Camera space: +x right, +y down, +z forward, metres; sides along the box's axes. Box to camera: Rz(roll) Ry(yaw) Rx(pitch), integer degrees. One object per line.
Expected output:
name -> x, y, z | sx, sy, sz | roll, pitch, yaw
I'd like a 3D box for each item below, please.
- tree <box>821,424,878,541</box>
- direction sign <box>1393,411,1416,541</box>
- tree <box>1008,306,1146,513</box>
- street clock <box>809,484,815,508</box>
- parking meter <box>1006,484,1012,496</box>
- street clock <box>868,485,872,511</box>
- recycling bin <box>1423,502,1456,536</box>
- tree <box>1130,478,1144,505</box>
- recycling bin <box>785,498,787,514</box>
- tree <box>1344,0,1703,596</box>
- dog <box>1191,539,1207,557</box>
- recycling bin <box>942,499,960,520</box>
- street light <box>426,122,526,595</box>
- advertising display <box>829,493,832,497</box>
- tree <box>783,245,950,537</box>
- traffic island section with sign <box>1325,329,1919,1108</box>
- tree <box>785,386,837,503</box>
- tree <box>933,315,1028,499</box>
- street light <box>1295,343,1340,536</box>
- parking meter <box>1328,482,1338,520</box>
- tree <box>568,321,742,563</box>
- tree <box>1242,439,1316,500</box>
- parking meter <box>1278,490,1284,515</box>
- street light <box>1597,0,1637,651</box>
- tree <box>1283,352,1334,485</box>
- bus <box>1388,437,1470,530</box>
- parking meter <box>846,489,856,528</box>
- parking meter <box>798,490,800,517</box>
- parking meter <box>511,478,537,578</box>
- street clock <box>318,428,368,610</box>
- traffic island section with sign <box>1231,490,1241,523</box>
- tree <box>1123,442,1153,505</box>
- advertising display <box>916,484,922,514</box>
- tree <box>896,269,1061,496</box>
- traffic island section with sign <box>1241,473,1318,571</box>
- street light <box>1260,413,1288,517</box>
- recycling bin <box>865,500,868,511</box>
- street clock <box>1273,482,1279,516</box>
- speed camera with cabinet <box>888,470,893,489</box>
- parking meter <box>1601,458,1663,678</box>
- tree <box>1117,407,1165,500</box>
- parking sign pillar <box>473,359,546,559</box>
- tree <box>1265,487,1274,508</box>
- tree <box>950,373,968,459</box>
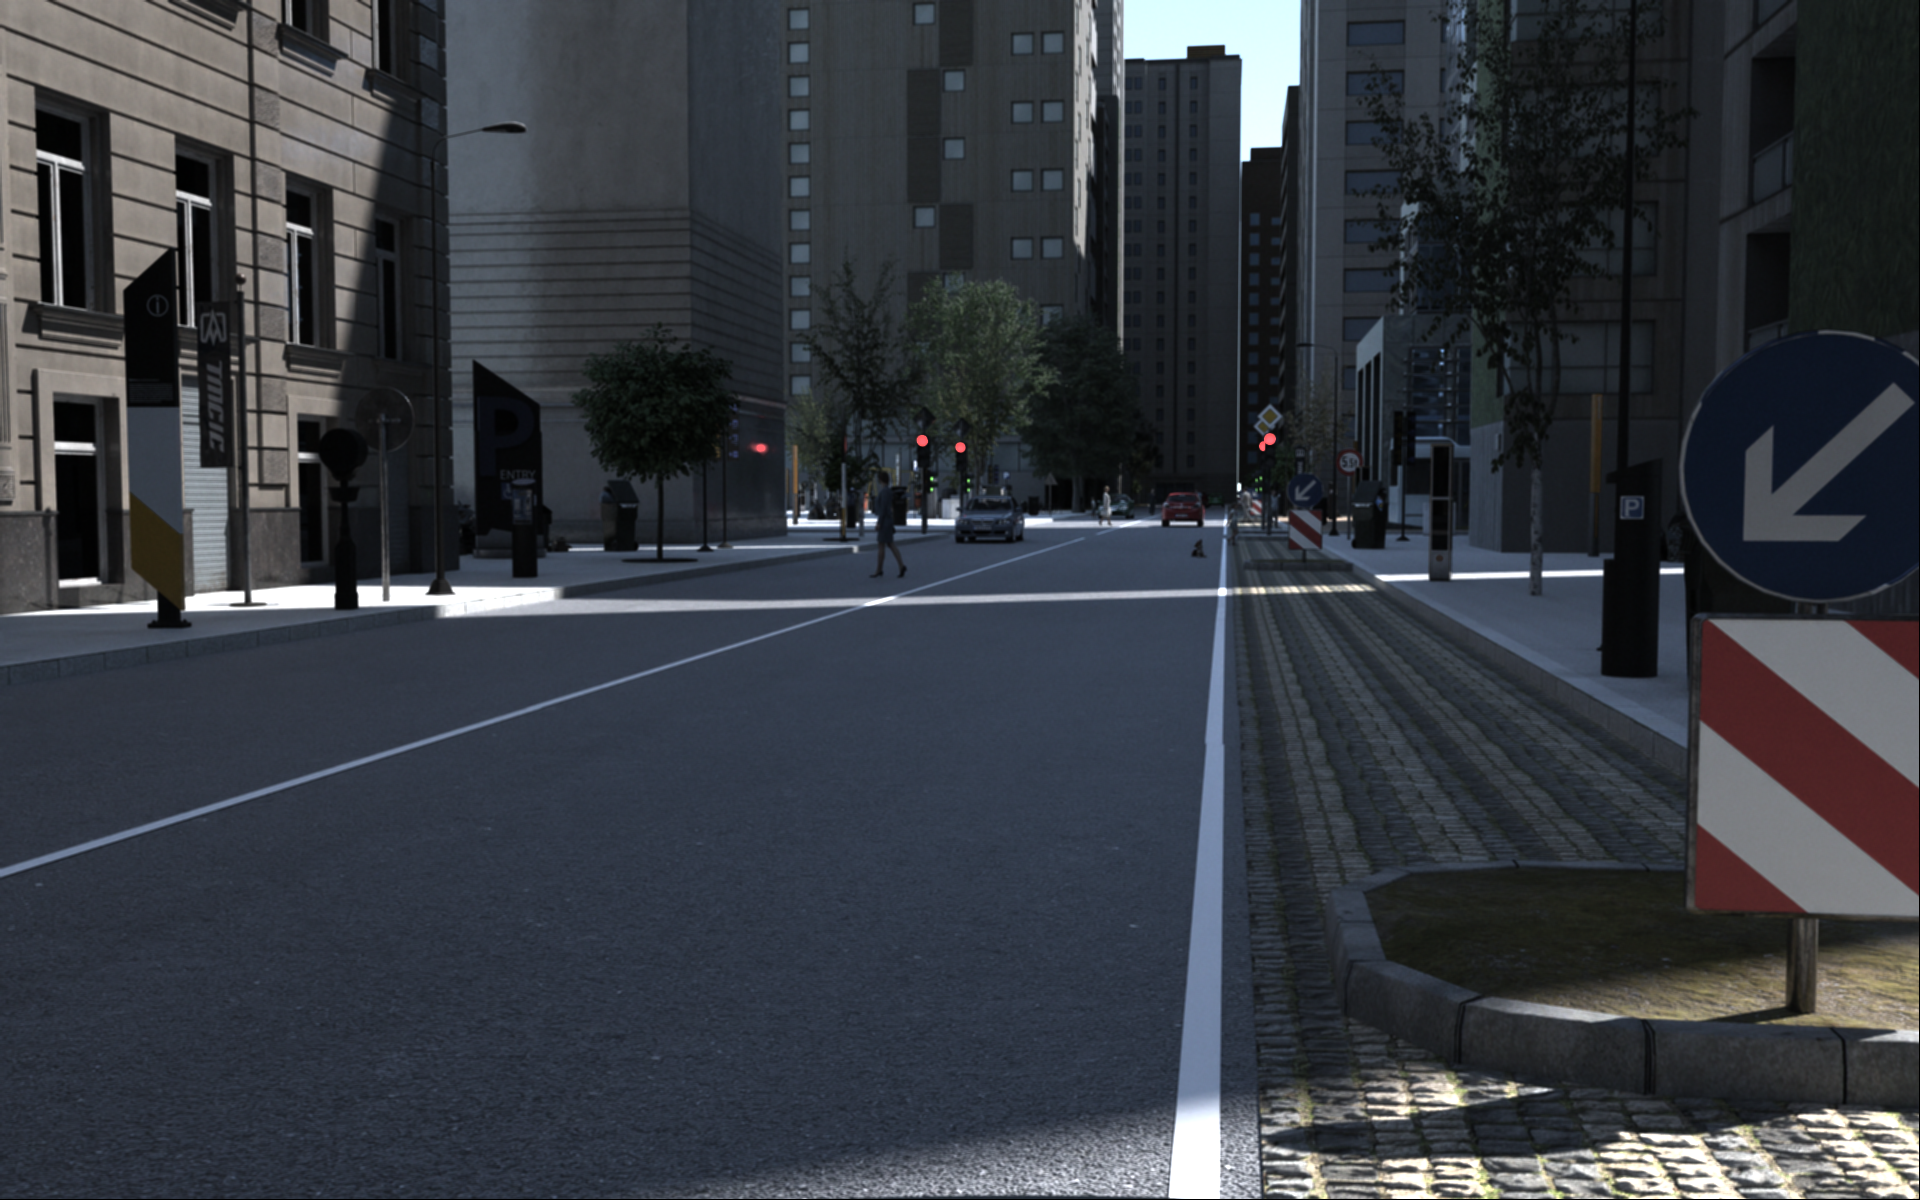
tree -> -3.327, -3.253, 47.782 | 1.663, 3.219, 1.824 | 0, 3, 0
direction sign -> 12.164, -3.392, 47.460 | 0.876, 3.537, 0.379 | -3, 4, -36
tree -> 7.748, -12.818, 116.236 | 9.857, 13.997, 8.962 | 0, 3, 0
street clock -> -11.698, -8.205, 138.720 | 0.358, 2.002, 0.471 | 0, 4, 2
parking meter -> 2.914, -5.962, 103.190 | 0.255, 1.863, 0.399 | -2, 4, -24
street clock -> -6.932, -7.901, 133.749 | 0.358, 2.002, 0.471 | 0, 4, -6
recycling bin -> 14.770, -2.496, 53.356 | 0.722, 1.027, 0.722 | -2, 4, -35
tree -> 20.692, -12.743, 202.943 | 1.663, 3.219, 1.824 | 0, 3, 0
recycling bin -> -11.581, -6.043, 111.349 | 0.722, 1.027, 0.722 | 1, 4, 13
tree -> 7.060, -4.365, 21.729 | 4.360, 8.622, 3.978 | 0, 3, 0
dog -> 5.505, -1.180, 39.479 | 0.550, 0.427, 0.748 | 3, 4, 36
recycling bin -> -0.415, -4.544, 86.848 | 0.722, 1.027, 0.722 | -3, 4, -36
street light -> -6.105, -3.017, 21.868 | 1.470, 5.913, 1.316 | 1, 4, 9
advertising display -> -9.232, -7.216, 123.190 | 0.123, 1.923, 0.974 | -1, 4, -8
tree -> -2.734, -6.224, 52.118 | 4.360, 8.622, 3.978 | 0, 3, 0
traffic island section with sign -> 2.098, 0.223, 4.984 | 1.989, 1.847, 2.006 | 1, 4, 9
tree -> -9.790, -10.126, 115.914 | 4.737, 8.622, 4.395 | 0, 3, 0
tree -> 0.845, -7.430, 71.844 | 4.737, 8.622, 4.395 | 0, 3, 0
street light -> 10.982, -4.936, 53.240 | 1.470, 5.913, 1.316 | 1, 4, 9
parking meter -> 18.564, -4.925, 86.230 | 0.399, 1.863, 0.255 | 3, 4, 38
tree -> -5.781, -3.006, 32.862 | 4.285, 4.588, 4.351 | 0, 3, 0
tree -> 19.717, -7.378, 104.344 | 4.285, 4.588, 4.351 | 0, 3, 0
parking meter -> 20.059, -6.101, 108.163 | 0.372, 1.533, 0.369 | 0, 3, 0
street light -> 4.869, -2.543, 14.113 | 1.470, 5.913, 1.316 | 1, 4, 9
tree -> 18.735, -8.595, 90.896 | 4.360, 8.622, 3.978 | 0, 3, 0
bus -> 20.696, -3.718, 55.650 | 13.247, 3.499, 2.948 | 0, 4, 7
parking meter -> -4.093, -3.460, 64.986 | 0.372, 1.533, 0.369 | 0, 3, 0
parking meter -> -9.025, -5.341, 95.728 | 0.372, 1.533, 0.369 | 0, 3, 0
parking meter -> -6.711, -1.117, 26.678 | 0.372, 1.533, 0.369 | 0, 3, 0
street clock -> -6.828, -0.896, 19.222 | 0.471, 2.002, 0.358 | 0, 4, 7
traffic island section with sign -> 14.632, -4.748, 86.261 | 1.989, 1.847, 2.006 | 1, 4, 9
tree -> 21.613, -15.797, 208.647 | 4.737, 8.622, 4.395 | 0, 3, 0
advertising display -> -2.517, -6.688, 114.558 | 0.123, 1.923, 0.974 | 3, 5, 45
tree -> 0.887, -9.411, 79.621 | 9.928, 11.665, 9.643 | 0, 3, 0
traffic island section with sign -> 6.413, -1.485, 32.910 | 1.989, 1.847, 2.006 | 1, 4, 9
street light -> 17.580, -7.568, 96.284 | 1.470, 5.913, 1.316 | 1, 4, 9
recycling bin -> -7.281, -7.118, 128.930 | 0.722, 1.027, 0.722 | -2, 4, -29
street clock -> 18.662, -5.981, 102.363 | 0.358, 2.002, 0.471 | -1, 4, -11
speed camera with cabinet -> -5.028, -8.861, 139.205 | 0.660, 3.252, 2.038 | -3, 5, -44
parking meter -> 4.738, -0.233, 12.219 | 0.372, 1.533, 0.369 | 0, 3, 0
tree -> 18.595, -15.348, 185.355 | 7.601, 10.594, 8.767 | -2, 4, -25
parking sign pillar -> -9.091, -2.837, 34.853 | 1.447, 3.967, 1.447 | -1, 4, -20
tree -> 29.244, -10.378, 164.286 | 1.663, 3.219, 1.824 | 0, 3, 0
tree -> -1.672, -9.033, 98.051 | 4.360, 8.622, 3.978 | 0, 3, 0
